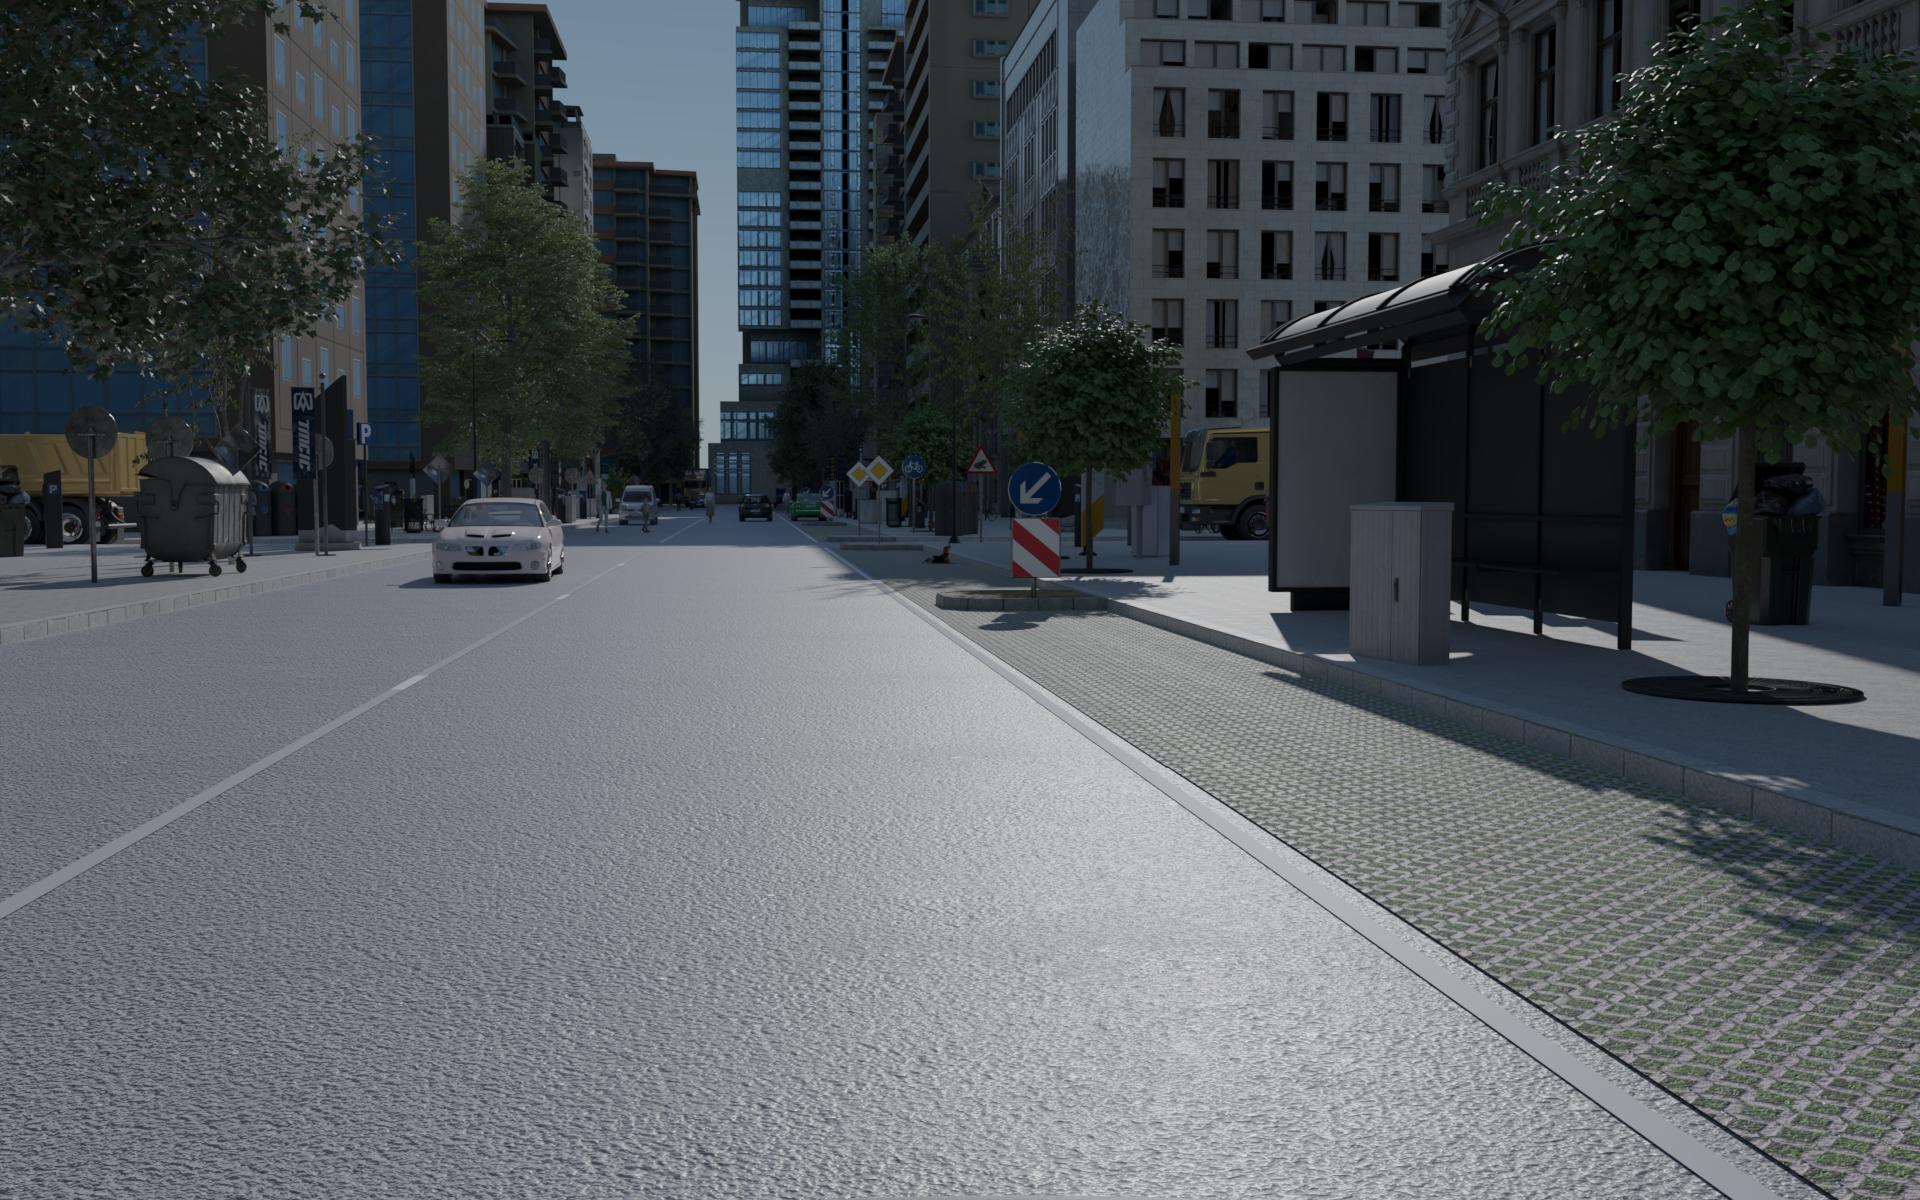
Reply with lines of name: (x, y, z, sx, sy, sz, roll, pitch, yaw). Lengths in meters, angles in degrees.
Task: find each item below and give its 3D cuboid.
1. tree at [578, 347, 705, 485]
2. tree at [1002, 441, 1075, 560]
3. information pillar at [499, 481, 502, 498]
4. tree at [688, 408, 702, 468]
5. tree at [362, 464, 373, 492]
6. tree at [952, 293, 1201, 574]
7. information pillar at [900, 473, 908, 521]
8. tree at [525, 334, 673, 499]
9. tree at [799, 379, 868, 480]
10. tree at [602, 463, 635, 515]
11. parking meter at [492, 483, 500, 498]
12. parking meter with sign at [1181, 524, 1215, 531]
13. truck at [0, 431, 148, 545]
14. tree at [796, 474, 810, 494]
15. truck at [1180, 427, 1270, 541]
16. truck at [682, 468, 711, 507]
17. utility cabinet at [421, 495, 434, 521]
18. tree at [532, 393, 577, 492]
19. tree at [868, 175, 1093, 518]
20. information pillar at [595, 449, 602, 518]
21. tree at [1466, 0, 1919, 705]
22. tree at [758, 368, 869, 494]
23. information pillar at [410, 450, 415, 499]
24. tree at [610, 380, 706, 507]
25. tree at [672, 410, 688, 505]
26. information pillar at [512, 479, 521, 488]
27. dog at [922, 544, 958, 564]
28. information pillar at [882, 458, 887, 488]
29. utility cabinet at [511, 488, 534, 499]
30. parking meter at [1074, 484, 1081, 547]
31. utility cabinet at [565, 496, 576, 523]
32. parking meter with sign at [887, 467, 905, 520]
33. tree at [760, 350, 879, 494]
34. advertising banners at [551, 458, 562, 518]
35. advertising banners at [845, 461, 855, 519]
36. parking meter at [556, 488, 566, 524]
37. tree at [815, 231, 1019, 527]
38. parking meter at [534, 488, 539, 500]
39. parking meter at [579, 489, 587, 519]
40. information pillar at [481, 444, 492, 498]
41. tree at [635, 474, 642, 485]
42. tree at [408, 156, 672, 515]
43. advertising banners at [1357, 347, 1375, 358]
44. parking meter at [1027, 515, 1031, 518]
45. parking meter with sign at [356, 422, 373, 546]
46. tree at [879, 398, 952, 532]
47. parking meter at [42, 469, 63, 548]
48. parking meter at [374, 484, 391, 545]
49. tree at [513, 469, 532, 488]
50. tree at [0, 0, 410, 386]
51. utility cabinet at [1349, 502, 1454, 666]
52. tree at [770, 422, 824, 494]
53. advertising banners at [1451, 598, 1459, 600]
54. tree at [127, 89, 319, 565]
tree: (-26.200, -14.232, 143.071, 12.009, 13.543, 11.850, 0, 3, 0)
tree: (1.547, -2.428, 34.298, 1.663, 3.219, 1.824, 0, 3, 0)
information pillar: (-24.885, -5.479, 94.074, 0.304, 2.012, 0.304, -1, 4, -18)
tree: (-33.918, -17.372, 202.164, 7.486, 12.596, 7.792, 0, 3, 0)
tree: (-32.084, -5.989, 92.514, 1.663, 3.219, 1.824, 0, 3, 0)
tree: (2.220, -2.735, 28.432, 4.285, 4.588, 4.351, 0, 3, 0)
information pillar: (-2.649, -5.501, 81.294, 0.183, 3.616, 0.504, 3, 4, 36)
tree: (-21.049, -10.113, 99.755, 8.767, 10.594, 7.601, -3, 5, -39)
tree: (-8.253, -10.080, 115.165, 4.360, 8.622, 3.978, 0, 3, 0)
tree: (-21.878, -6.990, 108.894, 1.663, 3.219, 1.824, 0, 3, 0)
parking meter: (-23.721, -5.060, 88.445, 0.399, 1.863, 0.255, -1, 4, -11)
parking meter with sign: (8.103, -3.941, 60.696, 1.738, 3.016, 0.543, 0, 4, 1)
truck: (-26.923, -3.042, 45.668, 9.791, 3.379, 3.469, 0, 4, -8)
tree: (-18.744, -15.499, 203.765, 4.737, 8.622, 4.395, 0, 3, 0)
truck: (10.494, -3.354, 50.758, 9.791, 3.379, 3.469, 0, 4, -6)
truck: (-28.699, -12.258, 189.337, 2.839, 4.237, 11.283, 0, 4, -5)
utility cabinet: (-24.997, -4.289, 81.283, 0.306, 1.237, 1.020, 0, 4, 0)
tree: (-28.189, -10.378, 120.050, 4.737, 8.622, 4.395, 0, 3, 0)
tree: (1.193, -5.454, 39.531, 4.737, 8.622, 4.395, 0, 3, 0)
information pillar: (-18.976, -6.092, 90.958, 0.183, 3.616, 0.504, -3, 5, -44)
tree: (5.097, -1.670, 11.022, 4.285, 4.588, 4.351, 0, 3, 0)
tree: (-13.641, -15.339, 161.157, 12.009, 13.543, 11.850, 0, 3, 0)
information pillar: (-28.951, -6.130, 91.586, 0.183, 3.616, 0.504, -3, 4, -38)
tree: (-30.413, -15.719, 174.010, 9.611, 12.733, 9.660, 0, 3, 0)
tree: (-16.471, -9.316, 70.442, 7.486, 12.596, 7.792, 0, 3, 0)
information pillar: (-21.355, -4.833, 83.515, 0.304, 2.012, 0.304, 3, 4, 37)
dog: (-0.435, -0.936, 35.491, 0.748, 0.427, 0.550, 3, 5, 43)
information pillar: (-4.704, -7.079, 107.092, 0.183, 3.616, 0.504, -3, 5, -39)
utility cabinet: (-15.462, -3.185, 60.746, 1.173, 1.500, 0.318, 2, 4, 28)
parking meter: (2.958, -2.051, 41.949, 0.372, 1.533, 0.369, 0, 3, 0)
utility cabinet: (-17.084, -3.963, 75.961, 0.306, 1.237, 1.020, 0, 4, -2)
parking meter with sign: (-3.260, -5.552, 87.032, 0.543, 3.016, 1.738, -2, 4, -28)
tree: (-11.313, -13.533, 138.279, 9.611, 12.733, 9.660, 0, 3, 0)
advertising banners: (-19.662, -5.389, 84.299, 0.090, 3.025, 2.074, -2, 4, -27)
advertising banners: (-5.780, -5.835, 91.594, 0.090, 3.025, 2.074, 1, 4, 10)
parking meter: (-17.289, -4.075, 75.042, 0.372, 1.533, 0.369, 0, 3, 0)
tree: (-1.719, -8.666, 67.448, 9.928, 11.665, 9.643, 0, 3, 0)
parking meter: (-19.254, -4.285, 78.478, 0.372, 1.533, 0.369, 0, 3, 0)
parking meter: (-19.462, -4.956, 89.439, 0.372, 1.533, 0.369, 0, 3, 0)
information pillar: (-21.490, -5.331, 78.515, 0.504, 3.616, 0.183, -3, 5, -41)
tree: (-24.692, -8.203, 128.728, 1.663, 3.219, 1.824, 0, 3, 0)
tree: (-15.125, -8.604, 58.798, 7.486, 12.596, 7.792, 0, 3, 0)
advertising banners: (4.422, -1.470, 20.218, 0.090, 3.025, 2.074, 2, 4, 35)
parking meter: (2.409, -3.217, 58.313, 0.255, 1.863, 0.399, 1, 4, 12)
parking meter with sign: (-15.323, -2.829, 42.509, 1.738, 3.016, 0.543, 1, 4, 14)
tree: (-0.942, -4.610, 59.090, 4.285, 4.588, 4.351, 0, 3, 0)
parking meter: (-21.464, -2.156, 40.958, 0.399, 1.863, 0.255, -2, 4, -34)
parking meter: (-14.568, -2.157, 43.679, 0.372, 1.533, 0.369, 0, 3, 0)
tree: (-29.327, -7.342, 114.646, 1.663, 3.219, 1.824, 0, 3, 0)
tree: (-11.319, -6.197, 18.328, 9.611, 12.733, 9.660, 0, 3, 0)
utility cabinet: (3.391, -0.137, 13.401, 0.306, 1.237, 1.020, -1, 4, -18)
tree: (-17.496, -16.860, 193.794, 7.486, 12.596, 7.792, 0, 3, 0)
advertising banners: (6.127, -1.507, 20.828, 2.074, 3.025, 0.090, 1, 4, 14)
tree: (-13.457, -4.962, 31.483, 4.360, 8.622, 3.978, 0, 3, 0)
